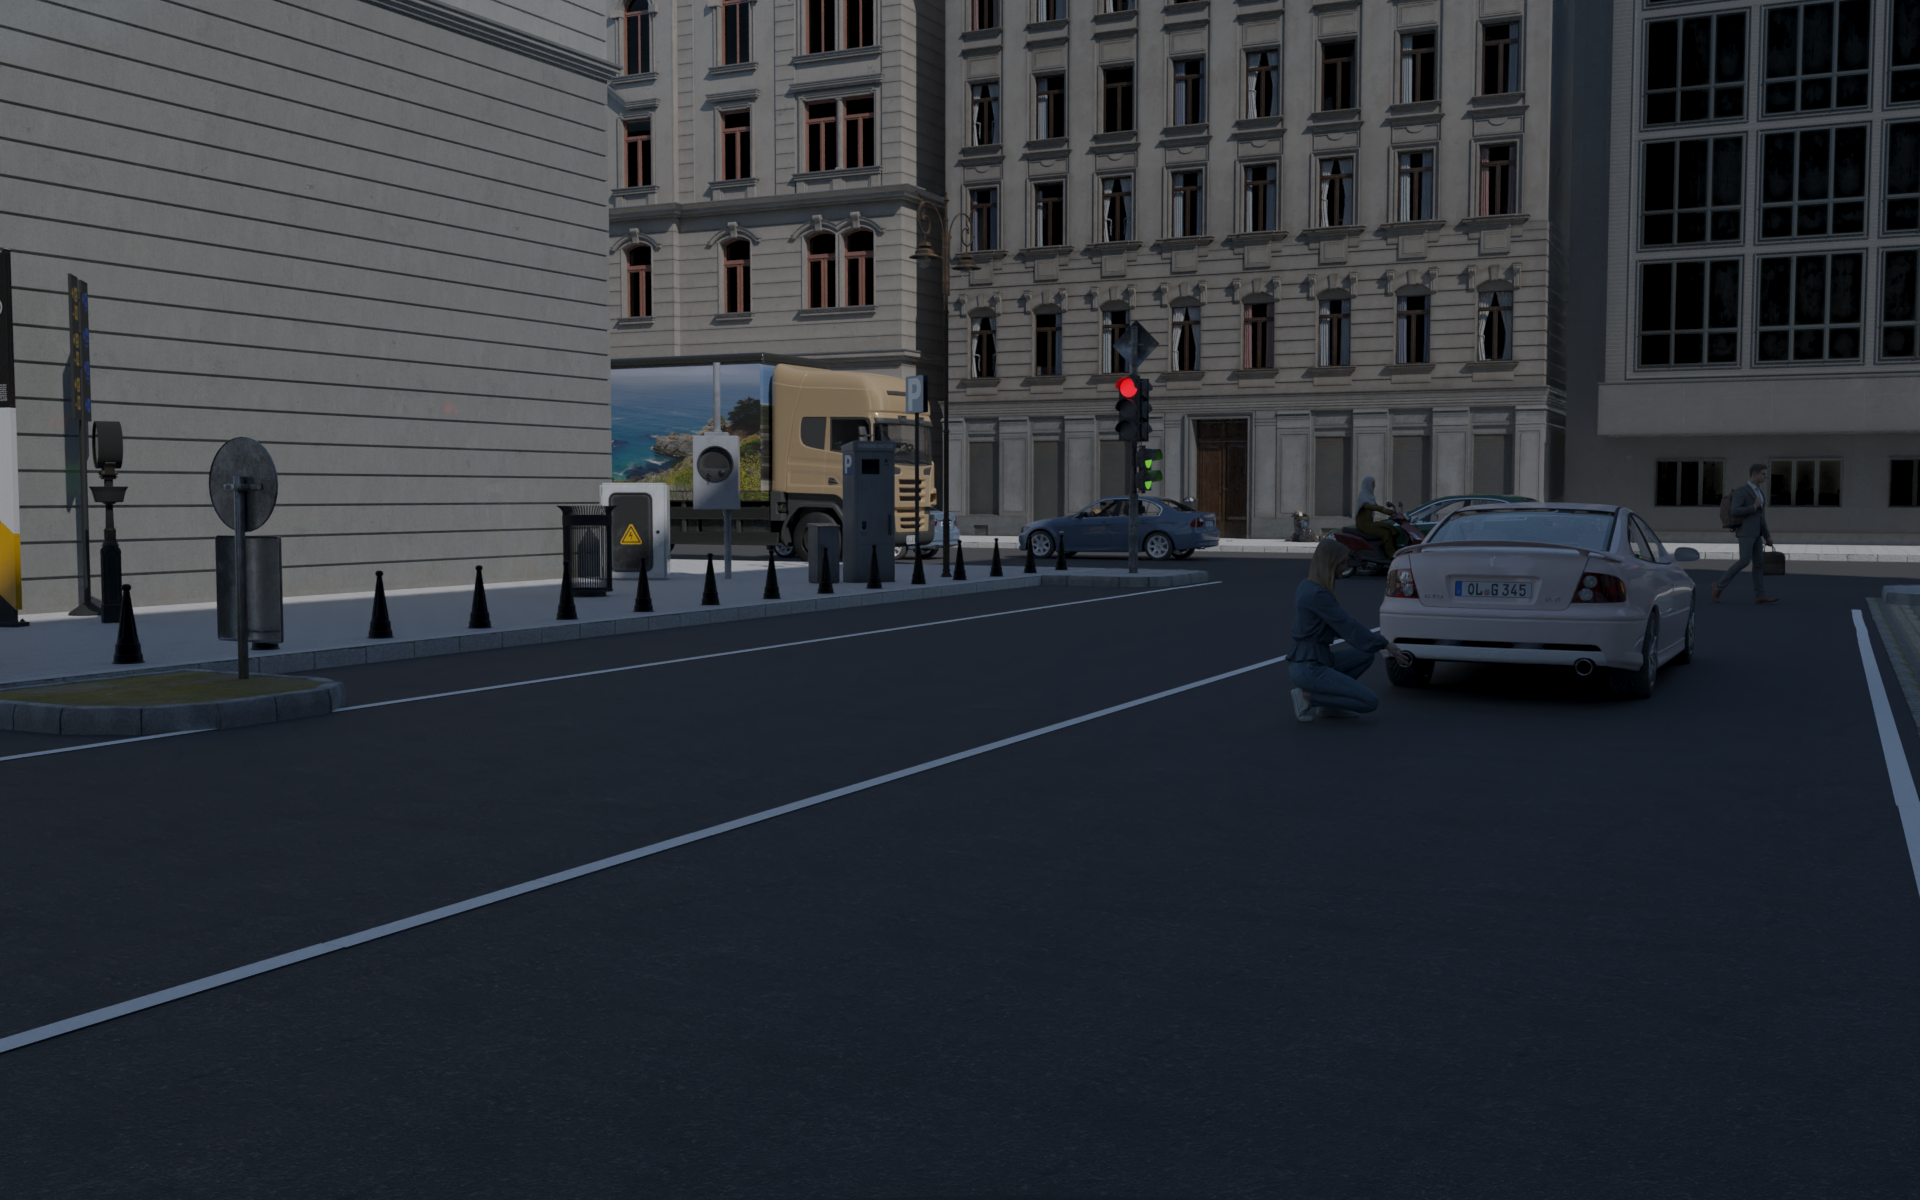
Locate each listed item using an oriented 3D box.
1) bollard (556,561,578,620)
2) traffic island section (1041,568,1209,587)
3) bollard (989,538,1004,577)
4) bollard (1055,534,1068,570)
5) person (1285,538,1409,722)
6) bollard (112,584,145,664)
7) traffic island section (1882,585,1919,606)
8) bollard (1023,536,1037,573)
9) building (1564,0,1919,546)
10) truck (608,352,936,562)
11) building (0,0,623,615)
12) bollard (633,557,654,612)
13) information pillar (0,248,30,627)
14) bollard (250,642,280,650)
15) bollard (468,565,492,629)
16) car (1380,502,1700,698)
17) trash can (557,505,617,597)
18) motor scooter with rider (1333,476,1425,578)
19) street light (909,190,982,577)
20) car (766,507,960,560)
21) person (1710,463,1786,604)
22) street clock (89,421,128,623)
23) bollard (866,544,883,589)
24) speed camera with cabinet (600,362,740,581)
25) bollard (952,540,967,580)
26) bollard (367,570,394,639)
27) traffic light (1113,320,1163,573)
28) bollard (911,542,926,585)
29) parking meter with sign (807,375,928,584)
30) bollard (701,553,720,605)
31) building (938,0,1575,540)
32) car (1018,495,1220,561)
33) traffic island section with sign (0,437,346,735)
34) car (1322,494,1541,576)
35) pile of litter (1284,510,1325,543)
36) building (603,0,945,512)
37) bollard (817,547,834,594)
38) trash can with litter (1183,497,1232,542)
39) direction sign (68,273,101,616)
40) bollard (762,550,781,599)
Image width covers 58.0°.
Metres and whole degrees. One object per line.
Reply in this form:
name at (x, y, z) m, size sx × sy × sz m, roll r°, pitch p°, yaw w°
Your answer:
bollard at (-4.028, -0.103, 17.730) m, size 0.229 × 0.601 × 0.229 m, roll 0°, pitch 3°, yaw 0°
traffic island section at (2.795, -0.358, 28.140) m, size 2.009 × 0.180 × 2.903 m, roll 2°, pitch 4°, yaw 26°
bollard at (0.566, -0.667, 26.946) m, size 0.229 × 0.601 × 0.229 m, roll 0°, pitch 3°, yaw 0°
bollard at (1.711, -0.807, 29.242) m, size 0.229 × 0.601 × 0.229 m, roll 0°, pitch 3°, yaw 0°
person at (2.451, 0.179, 11.077) m, size 0.738 × 1.151 × 1.012 m, roll 1°, pitch 4°, yaw 10°
bollard at (-6.316, 0.178, 13.137) m, size 0.229 × 0.601 × 0.229 m, roll 0°, pitch 3°, yaw 0°
traffic island section at (13.349, -0.037, 22.891) m, size 2.009 × 0.180 × 2.903 m, roll 2°, pitch 4°, yaw 26°
bollard at (1.140, -0.737, 28.098) m, size 0.229 × 0.601 × 0.229 m, roll 0°, pitch 3°, yaw 0°
building at (31.951, -13.752, 43.920) m, size 30.058 × 24.678 × 14.314 m, roll 2°, pitch 4°, yaw 26°
truck at (-5.358, -2.899, 36.318) m, size 11.283 × 4.237 × 2.839 m, roll 2°, pitch 4°, yaw 26°
building at (-21.056, -15.333, 28.186) m, size 29.804 × 29.767 × 11.434 m, roll 2°, pitch 4°, yaw 26°
bollard at (-3.453, -0.174, 18.882) m, size 0.229 × 0.601 × 0.229 m, roll 0°, pitch 3°, yaw 0°
information pillar at (-9.303, -1.548, 16.673) m, size 0.504 × 3.616 × 0.183 m, roll 1°, pitch 4°, yaw 11°
bollard at (-5.743, 0.107, 14.299) m, size 0.229 × 0.601 × 0.229 m, roll 0°, pitch 3°, yaw 0°
bollard at (-4.602, -0.033, 16.587) m, size 0.229 × 0.601 × 0.229 m, roll 0°, pitch 3°, yaw 0°
car at (4.700, -0.086, 13.770) m, size 2.083 × 1.381 × 4.827 m, roll 2°, pitch 4°, yaw 28°
trash can at (-4.671, -0.616, 21.720) m, size 0.748 × 1.137 × 0.748 m, roll 0°, pitch 3°, yaw 0°
motor scooter with rider at (7.127, -1.239, 29.217) m, size 1.986 × 1.779 × 0.876 m, roll 2°, pitch 4°, yaw 28°
street light at (-0.211, -3.293, 26.623) m, size 0.468 × 5.910 × 1.993 m, roll 2°, pitch 4°, yaw 26°
car at (-2.228, -1.643, 38.863) m, size 4.499 × 1.417 × 2.014 m, roll 2°, pitch 4°, yaw 26°
person at (10.319, -0.869, 22.665) m, size 0.822 × 1.834 × 0.622 m, roll 3°, pitch 5°, yaw 44°
street clock at (-8.460, -0.774, 17.232) m, size 0.358 × 2.002 × 0.471 m, roll -2°, pitch 4°, yaw -33°
bollard at (-1.162, -0.455, 23.481) m, size 0.229 × 0.601 × 0.229 m, roll 0°, pitch 3°, yaw 0°
speed camera with cabinet at (-4.332, -1.931, 25.906) m, size 2.038 × 3.252 × 0.660 m, roll 0°, pitch 4°, yaw -4°
bollard at (-0.005, -0.597, 25.802) m, size 0.229 × 0.601 × 0.229 m, roll 0°, pitch 3°, yaw 0°
bollard at (-5.172, 0.037, 15.443) m, size 0.229 × 0.601 × 0.229 m, roll 0°, pitch 3°, yaw 0°
traffic light at (2.826, -2.389, 27.988) m, size 0.839 × 4.253 × 0.868 m, roll 2°, pitch 4°, yaw 26°
bollard at (-0.590, -0.525, 24.627) m, size 0.229 × 0.601 × 0.229 m, roll 0°, pitch 3°, yaw 0°
parking meter with sign at (-1.350, -1.769, 25.183) m, size 1.738 × 3.016 × 0.543 m, roll -2°, pitch 4°, yaw -30°
bollard at (-2.888, -0.244, 20.028) m, size 0.229 × 0.601 × 0.229 m, roll 0°, pitch 3°, yaw 0°
building at (9.479, -12.479, 53.188) m, size 18.267 × 20.994 × 9.793 m, roll 2°, pitch 4°, yaw 26°
car at (3.488, -1.619, 38.481) m, size 4.499 × 1.417 × 2.014 m, roll 2°, pitch 4°, yaw 26°
traffic island section with sign at (-5.204, -0.164, 11.304) m, size 1.989 × 1.847 × 2.006 m, roll 2°, pitch 4°, yaw 26°
car at (8.722, -1.129, 30.260) m, size 4.920 × 1.459 × 2.131 m, roll 2°, pitch 4°, yaw 27°
pile of litter at (9.341, -1.987, 46.446) m, size 1.176 × 0.858 × 1.719 m, roll 0°, pitch 4°, yaw -7°
building at (-8.957, -16.906, 63.795) m, size 23.554 × 28.519 × 14.401 m, roll 2°, pitch 4°, yaw 26°
bollard at (-1.734, -0.385, 22.338) m, size 0.229 × 0.601 × 0.229 m, roll 0°, pitch 3°, yaw 0°
trash can with litter at (6.485, -2.225, 47.437) m, size 1.678 × 1.210 × 2.233 m, roll -2°, pitch 4°, yaw -35°
direction sign at (-9.254, -1.607, 18.274) m, size 0.379 × 3.537 × 0.876 m, roll -1°, pitch 4°, yaw -17°
bollard at (-2.304, -0.315, 21.191) m, size 0.229 × 0.601 × 0.229 m, roll 0°, pitch 3°, yaw 0°
